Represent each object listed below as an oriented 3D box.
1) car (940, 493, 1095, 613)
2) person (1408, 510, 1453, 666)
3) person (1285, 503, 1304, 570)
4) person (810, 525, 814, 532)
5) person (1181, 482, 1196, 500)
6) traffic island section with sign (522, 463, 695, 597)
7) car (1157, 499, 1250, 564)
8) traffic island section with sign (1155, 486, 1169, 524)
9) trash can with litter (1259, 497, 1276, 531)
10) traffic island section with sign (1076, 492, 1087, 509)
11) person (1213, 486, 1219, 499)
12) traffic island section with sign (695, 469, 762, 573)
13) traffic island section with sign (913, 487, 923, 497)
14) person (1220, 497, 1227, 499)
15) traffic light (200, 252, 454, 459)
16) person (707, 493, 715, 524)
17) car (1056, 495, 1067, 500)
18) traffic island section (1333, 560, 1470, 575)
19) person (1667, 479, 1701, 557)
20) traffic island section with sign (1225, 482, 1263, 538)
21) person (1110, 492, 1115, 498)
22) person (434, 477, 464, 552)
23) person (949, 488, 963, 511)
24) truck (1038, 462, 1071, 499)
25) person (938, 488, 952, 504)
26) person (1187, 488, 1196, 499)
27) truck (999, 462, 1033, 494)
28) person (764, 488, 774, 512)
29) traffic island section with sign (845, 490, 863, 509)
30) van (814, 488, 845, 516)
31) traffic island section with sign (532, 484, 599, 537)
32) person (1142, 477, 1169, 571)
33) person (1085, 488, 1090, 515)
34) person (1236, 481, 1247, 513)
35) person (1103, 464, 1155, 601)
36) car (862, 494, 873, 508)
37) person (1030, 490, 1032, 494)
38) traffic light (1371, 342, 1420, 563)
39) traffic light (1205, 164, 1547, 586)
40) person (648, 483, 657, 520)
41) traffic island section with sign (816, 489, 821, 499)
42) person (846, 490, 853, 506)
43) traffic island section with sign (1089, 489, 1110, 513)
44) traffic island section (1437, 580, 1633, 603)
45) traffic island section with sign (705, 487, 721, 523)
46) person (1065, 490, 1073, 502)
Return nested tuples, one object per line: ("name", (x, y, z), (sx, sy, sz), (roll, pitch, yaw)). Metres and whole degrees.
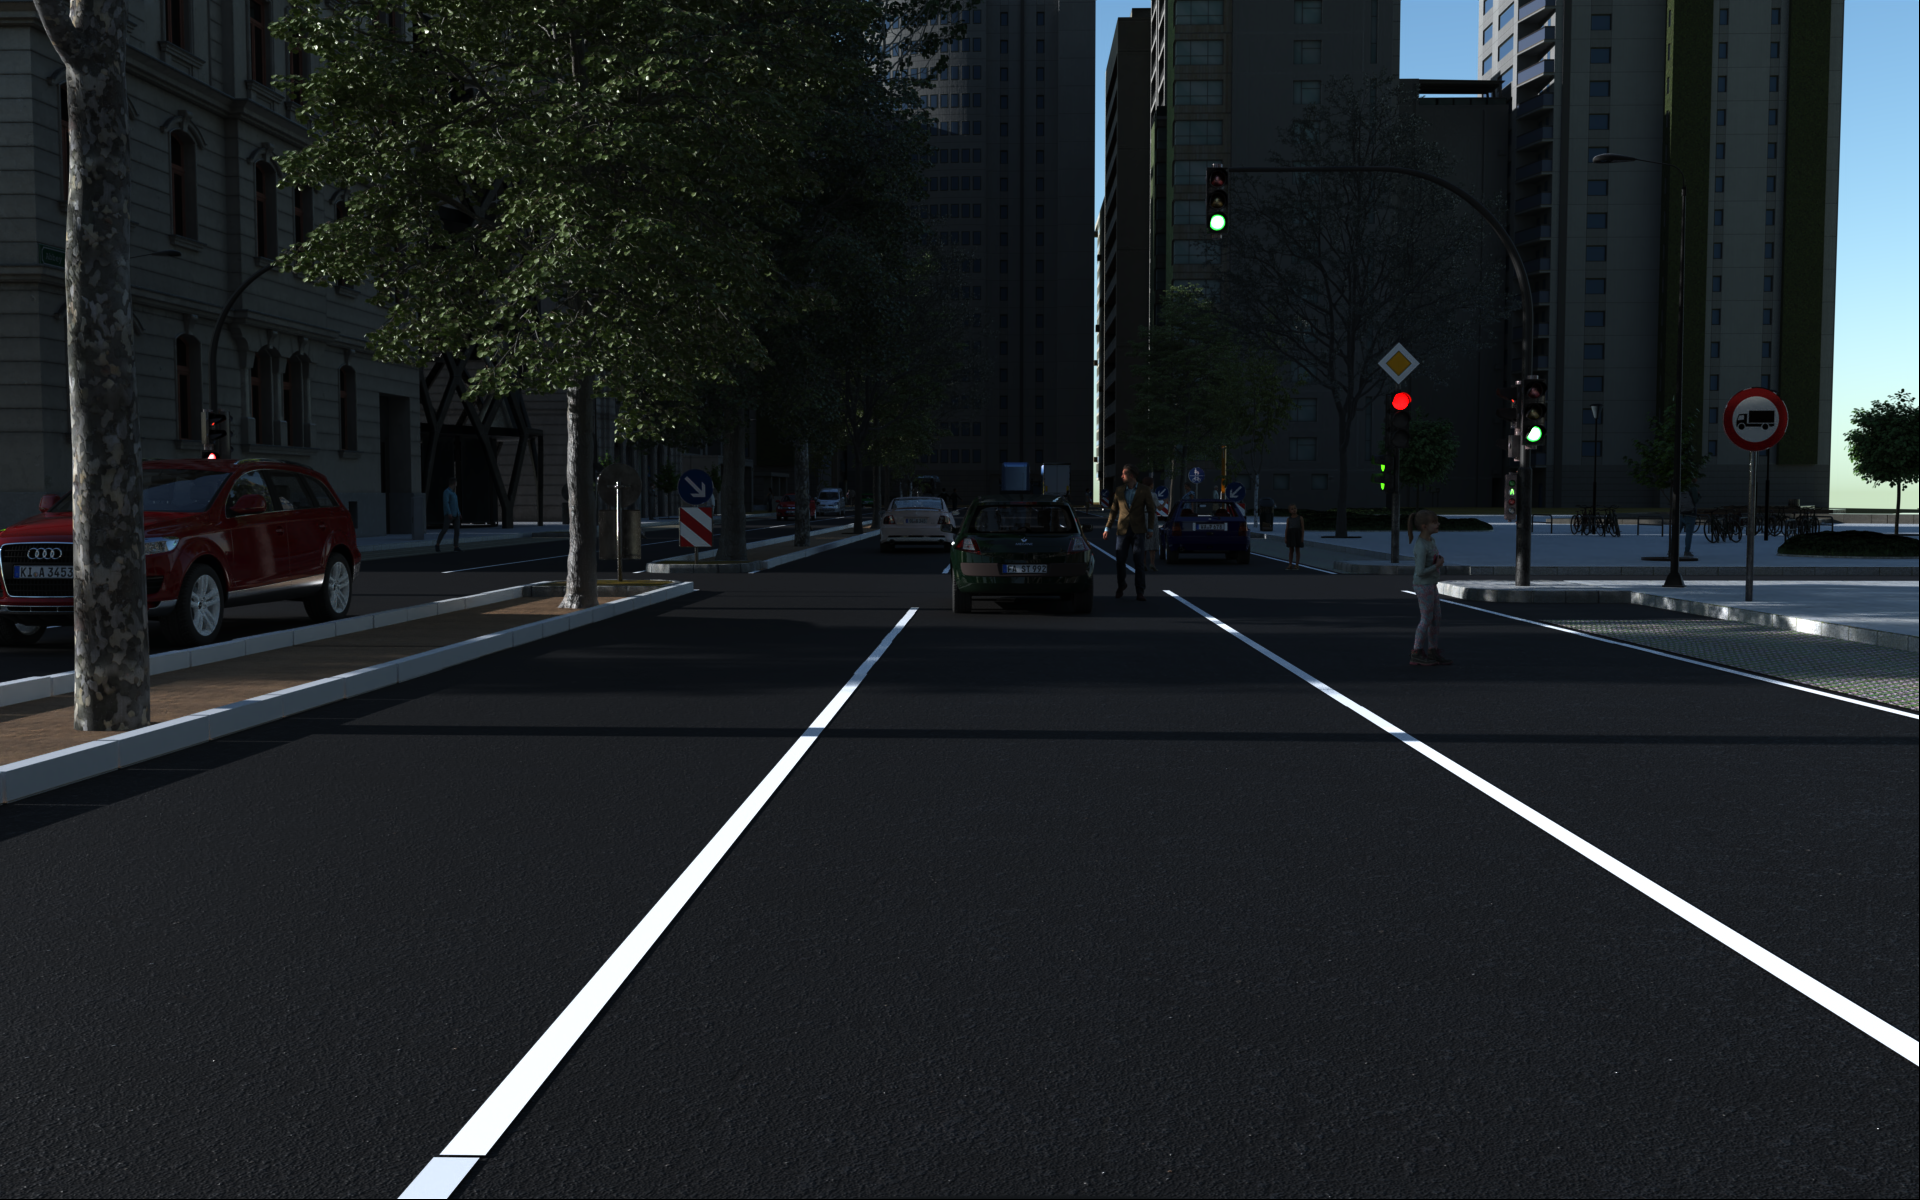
("car", (0.747, -0.761, 22.237), (2.009, 1.686, 4.222), (0, 4, 0))
("person", (3.945, -0.106, 14.517), (0.394, 1.301, 0.425), (1, 4, 12))
("person", (6.335, -1.200, 32.794), (0.362, 1.253, 0.373), (2, 4, 29))
("person", (-5.608, -3.071, 62.975), (0.640, 1.303, 0.475), (0, 4, -5))
("person", (7.267, -2.839, 55.004), (0.778, 1.811, 0.616), (0, 4, -4))
("traffic island section with sign", (-5.026, -1.023, 24.861), (2.006, 1.907, 1.989), (0, 4, 2))
("car", (5.164, -1.484, 36.850), (1.945, 1.354, 3.894), (0, 4, 3))
("traffic island section with sign", (9.627, -4.616, 84.093), (1.989, 1.847, 2.006), (0, 4, 2))
("trash can with litter", (10.649, -2.960, 59.776), (0.624, 1.170, 1.055), (0, 4, 5))
("traffic island section with sign", (11.872, -9.360, 161.669), (1.989, 1.847, 2.006), (0, 4, 2))
("person", (14.650, -5.691, 99.581), (0.515, 1.767, 0.782), (1, 4, 13))
("traffic island section with sign", (-4.802, -1.476, 32.264), (2.006, 1.907, 1.989), (0, 4, 2))
("traffic island section with sign", (-2.636, -6.069, 107.372), (2.006, 1.907, 1.989), (0, 4, 2))
("person", (15.988, -6.011, 104.517), (0.583, 1.804, 0.606), (0, 4, 6))
("traffic light", (-11.982, -3.550, 32.716), (4.771, 5.953, 1.251), (0, 4, 2))
("person", (-11.971, -4.553, 82.813), (0.514, 1.842, 0.818), (2, 4, 30))
("car", (7.668, -7.801, 139.904), (2.083, 1.381, 4.827), (0, 4, 0))
("traffic island section", (8.117, -0.609, 32.231), (2.009, 0.180, 2.903), (0, 4, 2))
("person", (14.805, -1.768, 35.299), (0.721, 1.781, 0.623), (-3, 4, -37))
("traffic island section with sign", (8.833, -2.948, 56.829), (1.989, 1.847, 2.006), (0, 4, 2))
("person", (14.001, -9.070, 154.305), (1.348, 1.831, 0.705), (1, 4, 20))
("person", (-12.572, -2.099, 42.673), (0.748, 1.841, 0.638), (1, 4, 22))
("person", (-0.335, -6.637, 117.043), (0.705, 1.821, 1.348), (-3, 5, -44))
("truck", (8.725, -10.411, 159.135), (2.839, 4.237, 11.283), (0, 4, 1))
("person", (-1.124, -6.874, 120.516), (1.348, 1.869, 0.705), (0, 4, -4))
("person", (14.647, -6.328, 110.185), (0.721, 1.739, 1.217), (3, 5, 43))
("truck", (4.459, -9.230, 140.663), (2.967, 4.110, 18.799), (0, 4, 2))
("person", (-13.586, -7.130, 123.339), (0.721, 1.735, 1.217), (2, 4, 24))
("traffic island section with sign", (-10.057, -9.370, 161.835), (1.989, 1.847, 2.006), (0, 4, 2))
("van", (-8.597, -6.590, 114.762), (2.013, 2.044, 4.112), (0, 4, 2))
("traffic island section with sign", (-13.064, -3.010, 57.841), (1.989, 1.847, 2.006), (0, 4, 2))
("person", (3.577, -1.416, 32.229), (0.480, 1.755, 0.524), (3, 4, 36))
("person", (8.658, -6.639, 117.051), (0.705, 1.824, 1.348), (0, 4, 5))
("person", (11.493, -3.998, 71.601), (0.728, 1.800, 0.709), (3, 5, 42))
("person", (2.294, -0.926, 23.544), (0.656, 1.842, 0.836), (-1, 4, -12))
("car", (-9.661, -10.537, 181.083), (1.959, 1.807, 4.718), (0, 4, 3))
("person", (6.533, -9.411, 162.312), (0.705, 1.831, 1.348), (3, 5, 41))
("traffic light", (8.077, -2.642, 32.118), (0.839, 4.253, 0.868), (0, 4, 2))
("traffic light", (5.753, -3.021, 24.056), (4.771, 5.953, 1.251), (0, 4, 2))
("person", (-15.252, -4.903, 86.012), (0.447, 1.846, 0.655), (0, 3, 0))
("traffic island section with sign", (-10.838, -7.723, 134.891), (1.989, 1.847, 2.006), (0, 4, 2))
("person", (-11.671, -10.811, 183.742), (0.756, 1.711, 0.436), (0, 4, -1))
("traffic island section with sign", (11.072, -7.672, 134.067), (1.989, 1.847, 2.006), (0, 4, 2))
("traffic island section", (7.886, -0.120, 24.249), (2.009, 0.180, 2.903), (0, 4, 2))
("traffic island section with sign", (-12.274, -4.680, 85.145), (1.989, 1.847, 2.006), (0, 4, 2))
("person", (9.079, -8.272, 144.474), (0.721, 1.735, 1.217), (-2, 4, -26))
